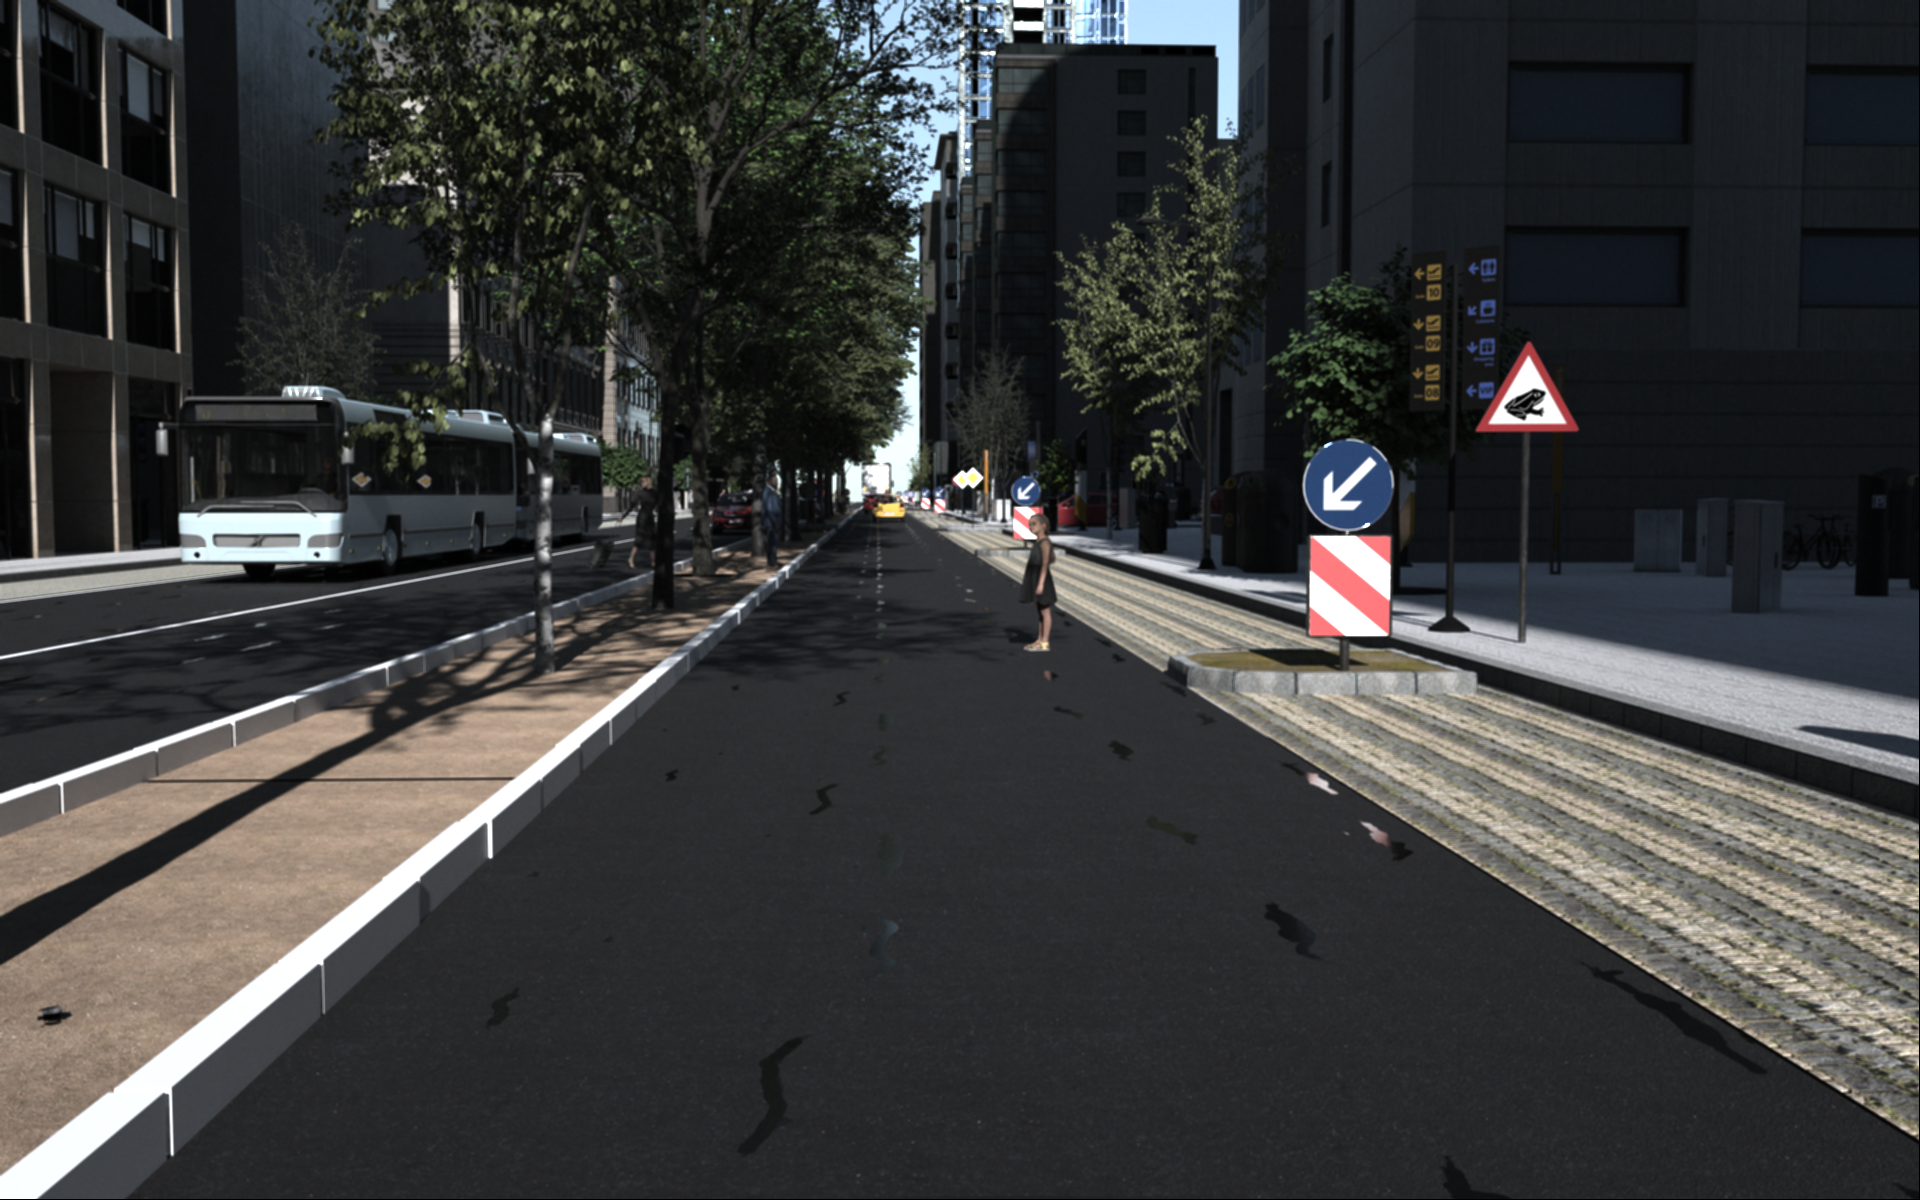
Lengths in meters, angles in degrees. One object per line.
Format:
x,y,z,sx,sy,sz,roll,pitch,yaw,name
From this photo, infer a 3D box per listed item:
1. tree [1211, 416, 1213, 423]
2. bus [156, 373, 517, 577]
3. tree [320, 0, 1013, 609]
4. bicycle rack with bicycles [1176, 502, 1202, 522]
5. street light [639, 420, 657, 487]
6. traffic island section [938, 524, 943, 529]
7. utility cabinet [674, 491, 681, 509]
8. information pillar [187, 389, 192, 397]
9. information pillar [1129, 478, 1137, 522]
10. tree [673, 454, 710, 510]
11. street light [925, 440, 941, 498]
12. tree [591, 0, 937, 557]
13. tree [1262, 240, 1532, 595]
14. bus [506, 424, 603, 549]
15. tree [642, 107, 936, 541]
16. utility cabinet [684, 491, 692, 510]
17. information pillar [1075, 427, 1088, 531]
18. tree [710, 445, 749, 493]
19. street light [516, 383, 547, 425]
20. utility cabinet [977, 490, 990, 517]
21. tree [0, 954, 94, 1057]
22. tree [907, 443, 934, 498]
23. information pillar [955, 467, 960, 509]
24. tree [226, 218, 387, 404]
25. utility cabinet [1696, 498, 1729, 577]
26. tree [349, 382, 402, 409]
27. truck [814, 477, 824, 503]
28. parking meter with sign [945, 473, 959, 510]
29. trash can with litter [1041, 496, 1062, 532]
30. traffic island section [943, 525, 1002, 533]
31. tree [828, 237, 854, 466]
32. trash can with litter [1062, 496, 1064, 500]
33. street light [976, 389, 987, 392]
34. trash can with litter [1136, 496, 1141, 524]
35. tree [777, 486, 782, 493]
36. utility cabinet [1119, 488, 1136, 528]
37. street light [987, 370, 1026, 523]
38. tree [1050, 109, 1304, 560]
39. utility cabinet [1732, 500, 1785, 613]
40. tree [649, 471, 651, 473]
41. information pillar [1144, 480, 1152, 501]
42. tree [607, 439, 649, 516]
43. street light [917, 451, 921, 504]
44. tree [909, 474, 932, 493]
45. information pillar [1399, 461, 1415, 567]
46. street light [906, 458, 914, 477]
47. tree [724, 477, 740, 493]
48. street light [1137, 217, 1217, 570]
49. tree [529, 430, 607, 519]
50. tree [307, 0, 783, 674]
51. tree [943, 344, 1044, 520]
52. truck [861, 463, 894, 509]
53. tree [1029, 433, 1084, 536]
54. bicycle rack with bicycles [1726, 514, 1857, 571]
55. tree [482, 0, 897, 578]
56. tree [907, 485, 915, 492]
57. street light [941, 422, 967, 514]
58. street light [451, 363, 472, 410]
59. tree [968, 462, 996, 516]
17.001,-9.463,105.082,4.360,8.622,3.978,0,3,0,tree
-11.198,-2.322,32.832,2.948,3.499,13.247,0,4,-2,bus
-3.712,-5.141,20.931,8.767,10.594,7.601,0,4,-3,tree
11.530,-4.167,81.518,2.925,0.926,2.852,-1,4,-14,bicycle rack with bicycles
-19.606,-8.347,109.014,1.470,5.913,1.316,0,4,-3,street light
0.124,-3.096,72.905,2.009,0.180,2.903,0,4,-3,traffic island section
-23.618,-8.303,144.433,0.318,1.500,1.173,-2,4,-32,utility cabinet
-17.186,-2.897,38.724,0.183,3.616,0.504,-2,4,-26,information pillar
7.928,-4.579,79.356,0.304,2.012,0.304,-1,4,-19,information pillar
-22.046,-9.637,141.278,4.285,4.588,4.351,0,3,0,tree
-2.265,-10.989,152.205,1.470,5.913,1.316,0,4,-3,street light
-4.409,-7.212,38.495,7.486,12.596,7.792,0,3,0,tree
5.700,-2.382,22.666,4.285,4.588,4.351,0,3,0,tree
-12.051,-3.211,47.354,2.948,3.499,13.247,0,4,-3,bus
-5.143,-8.756,52.265,9.857,13.997,8.962,0,3,0,tree
-21.141,-7.753,135.444,0.318,1.500,1.173,1,4,21,utility cabinet
4.239,-4.234,60.574,0.504,3.616,0.183,-3,4,-38,information pillar
-23.358,-13.860,176.975,4.360,8.622,3.978,0,3,0,tree
-17.897,-6.096,72.214,1.470,5.913,1.316,0,4,-3,street light
1.308,-5.459,97.931,0.318,1.500,1.173,2,4,23,utility cabinet
-3.044,-5.598,4.352,12.009,13.543,11.850,0,3,0,tree
-5.310,-17.824,241.780,4.737,8.622,4.395,0,3,0,tree
-0.233,-9.519,146.984,0.504,3.616,0.183,-2,4,-33,information pillar
-17.188,-5.862,46.211,4.360,8.622,3.978,0,3,0,tree
11.806,-0.983,27.227,0.306,1.237,1.020,1,4,14,utility cabinet
-17.537,-4.095,50.670,4.285,4.588,4.351,0,3,0,tree
-23.464,-18.192,286.349,2.839,4.237,11.283,0,4,-4,truck
-0.925,-8.915,142.017,1.738,3.016,0.543,0,4,-3,parking meter with sign
2.989,-2.916,59.071,0.624,1.170,1.055,-1,4,-8,trash can with litter
0.506,-2.608,64.929,2.009,0.180,2.903,0,4,-3,traffic island section
-4.526,-5.634,44.932,4.737,8.622,4.395,0,3,0,tree
4.879,-4.730,88.728,0.624,1.170,1.055,-3,4,-36,trash can with litter
1.406,-6.372,76.723,1.470,5.913,1.316,0,4,-3,street light
7.147,-3.879,74.487,2.233,1.210,1.678,1,4,19,trash can with litter
-30.091,-18.394,295.342,1.663,3.219,1.824,0,3,0,tree
6.223,-3.401,64.277,0.318,1.500,1.173,-1,4,-11,utility cabinet
1.873,-5.647,64.867,1.470,5.913,1.316,0,4,-3,street light
4.565,-5.073,33.298,4.737,8.622,4.395,0,3,0,tree
8.781,-0.482,19.039,0.306,1.237,1.020,3,4,38,utility cabinet
-20.003,-7.269,102.559,4.285,4.588,4.351,0,3,0,tree
9.912,-5.306,91.241,0.304,2.012,0.304,-3,4,-36,information pillar
-19.330,-6.523,90.364,4.285,4.588,4.351,0,3,0,tree
-3.972,-13.181,188.044,1.470,5.913,1.316,0,4,-3,street light
-5.683,-16.187,248.371,4.285,4.588,4.351,0,3,0,tree
7.869,-2.393,30.480,0.183,3.616,0.504,-1,4,-10,information pillar
-6.250,-16.060,235.123,1.470,5.913,1.316,0,4,-3,street light
-25.615,-12.463,198.368,1.663,3.219,1.824,0,3,0,tree
3.664,-3.471,29.284,1.470,5.913,1.316,0,4,-3,street light
-19.101,-5.850,79.363,4.285,4.588,4.351,0,3,0,tree
-3.360,-3.728,13.770,4.737,8.622,4.395,0,3,0,tree
1.472,-8.234,84.995,4.360,8.622,3.978,0,3,0,tree
-7.609,-10.420,159.273,2.839,4.237,11.283,0,4,-1,truck
3.166,-3.635,54.040,1.663,3.219,1.824,0,3,0,tree
14.627,-1.041,30.398,2.925,0.926,2.852,-1,4,-19,bicycle rack with bicycles
-4.556,-6.208,29.716,9.928,11.665,9.643,0,3,0,tree
-8.328,-18.678,299.990,1.663,3.219,1.824,0,3,0,tree
-0.297,-8.555,112.413,1.470,5.913,1.316,0,4,-3,street light
-17.245,-5.397,60.778,1.470,5.913,1.316,0,4,-3,street light
1.138,-6.416,99.508,1.663,3.219,1.824,0,3,0,tree
